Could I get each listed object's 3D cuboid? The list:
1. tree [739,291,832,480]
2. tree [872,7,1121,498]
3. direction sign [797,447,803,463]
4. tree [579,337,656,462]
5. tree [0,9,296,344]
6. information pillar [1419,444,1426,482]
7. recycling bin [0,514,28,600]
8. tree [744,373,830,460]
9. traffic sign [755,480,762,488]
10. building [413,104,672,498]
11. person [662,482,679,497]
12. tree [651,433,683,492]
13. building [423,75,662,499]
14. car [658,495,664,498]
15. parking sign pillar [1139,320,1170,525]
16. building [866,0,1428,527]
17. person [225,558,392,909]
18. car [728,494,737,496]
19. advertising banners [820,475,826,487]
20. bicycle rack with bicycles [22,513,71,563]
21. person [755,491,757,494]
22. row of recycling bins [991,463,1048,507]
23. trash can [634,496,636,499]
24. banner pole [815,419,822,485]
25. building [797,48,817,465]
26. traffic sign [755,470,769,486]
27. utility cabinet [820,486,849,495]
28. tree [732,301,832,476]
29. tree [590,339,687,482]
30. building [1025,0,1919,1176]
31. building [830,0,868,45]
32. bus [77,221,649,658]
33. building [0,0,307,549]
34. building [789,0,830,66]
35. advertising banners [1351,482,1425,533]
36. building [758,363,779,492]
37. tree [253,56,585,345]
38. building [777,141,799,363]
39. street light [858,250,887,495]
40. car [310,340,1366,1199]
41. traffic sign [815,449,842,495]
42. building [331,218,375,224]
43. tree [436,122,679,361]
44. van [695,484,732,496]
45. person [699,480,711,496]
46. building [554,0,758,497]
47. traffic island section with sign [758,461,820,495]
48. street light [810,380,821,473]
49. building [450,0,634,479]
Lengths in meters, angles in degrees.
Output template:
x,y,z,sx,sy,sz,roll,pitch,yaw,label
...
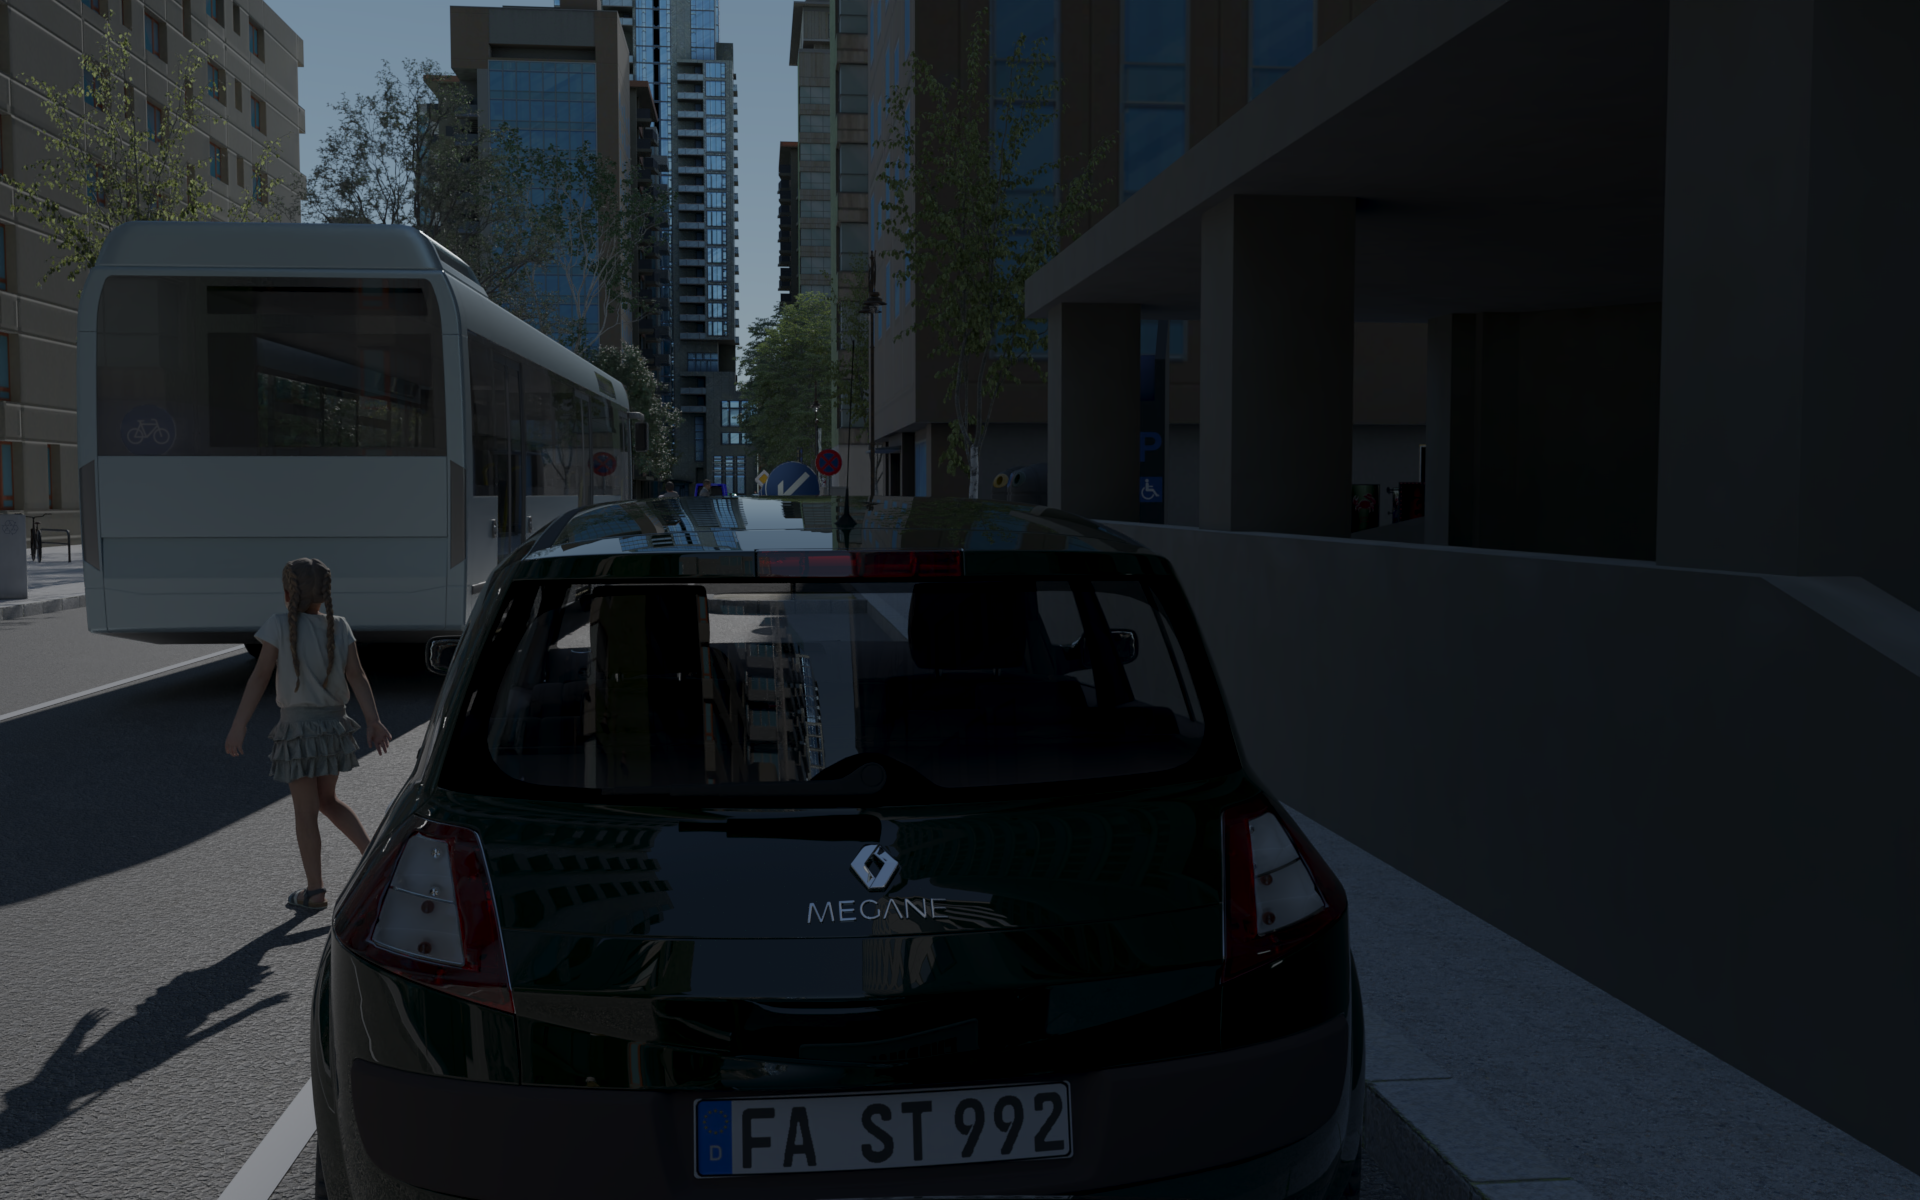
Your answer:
x,y,z,sx,sy,sz,roll,pitch,yaw,label
-8.640,-10.963,97.371,7.486,12.596,7.792,0,3,0,tree
0.403,-4.712,27.399,4.737,8.622,4.395,0,3,0,tree
-7.769,-5.631,84.071,0.379,3.537,0.876,-1,4,-23,direction sign
-22.084,-10.353,103.691,8.767,10.594,7.601,1,4,14,tree
-12.812,-4.719,27.526,4.360,8.622,3.978,0,3,0,tree
7.012,-1.296,25.679,0.304,2.012,0.304,-3,4,-36,information pillar
-11.883,-0.530,21.226,0.722,1.027,0.722,-2,4,-35,recycling bin
-11.717,-11.658,125.016,8.767,10.594,7.601,0,4,7,tree
-8.900,-4.578,78.498,0.795,2.450,0.064,0,4,-7,traffic sign
-51.267,-36.300,213.113,30.456,49.044,23.786,0,4,-7,building
-8.172,-2.458,49.041,0.532,1.782,0.716,3,5,44,person
-33.937,-15.229,199.357,4.737,8.622,4.395,0,3,0,tree
-42.677,-32.106,179.558,22.147,44.769,28.867,0,4,-7,building
-20.295,-6.613,120.488,2.083,1.381,4.827,0,4,-5,car
2.662,-2.173,23.995,1.447,3.967,1.447,1,4,9,parking sign pillar
5.149,-23.893,40.759,14.600,45.320,14.200,0,4,-7,building
-2.233,0.464,5.937,0.382,1.210,0.505,3,5,43,person
-18.805,-8.074,140.812,1.959,1.807,4.718,0,4,-8,car
-11.222,-8.367,132.983,2.074,3.025,0.090,0,4,-4,advertising banners
-17.925,-1.155,32.267,2.852,0.926,2.925,-3,5,-43,bicycle rack with bicycles
-18.789,-9.124,158.205,0.750,1.759,0.617,1,4,14,person
1.045,-1.047,24.233,1.069,1.692,3.534,0,4,-4,row of recycling bins
-28.037,-8.362,148.377,0.748,1.137,0.748,0,3,0,trash can
-4.724,-4.155,57.958,0.401,3.779,0.863,-1,4,-18,banner pole
-8.236,-29.362,163.670,14.154,41.232,14.086,0,4,-7,building
-7.970,-4.093,70.567,0.795,2.450,0.064,0,4,-7,traffic sign
-3.724,-2.560,50.531,0.318,1.500,1.173,2,4,34,utility cabinet
-10.280,-12.594,112.565,9.857,13.997,8.962,0,3,0,tree
-25.197,-12.964,128.970,9.611,12.733,9.660,0,3,0,tree
17.162,-19.418,9.367,32.217,40.220,23.993,0,4,-7,building
2.226,-23.193,62.795,14.154,41.232,14.086,0,4,-7,building
-5.285,-1.437,18.353,2.948,3.499,13.247,0,4,-5,bus
-37.720,-12.596,50.976,28.899,21.520,27.650,0,4,-7,building
-3.509,-36.467,185.480,28.713,52.752,27.495,0,4,-7,building
5.918,-1.614,22.585,2.074,3.025,0.090,-1,4,-16,advertising banners
-15.000,-24.950,252.973,28.899,21.520,27.650,0,4,-7,building
-15.334,-8.423,48.093,12.009,13.543,11.850,0,3,0,tree
-11.210,-34.164,213.210,22.147,44.769,28.867,0,4,-7,building
-1.669,-3.685,33.034,0.468,5.910,1.993,0,4,-7,street light
-0.397,0.331,4.380,2.009,1.686,4.222,-1,4,-8,car
-3.712,-2.991,49.003,0.768,2.556,0.104,0,4,-6,traffic sign
-86.333,-33.880,245.814,23.993,40.220,32.217,0,4,-7,building
-20.830,-14.239,88.701,12.611,20.169,13.585,0,3,0,tree
-14.851,-6.079,103.773,2.240,2.365,5.245,0,4,-5,van
-6.749,-2.287,46.014,0.853,1.813,0.709,-1,4,-15,person
-44.505,-57.018,244.912,31.000,86.520,22.319,0,4,-7,building
-2.206,-0.797,21.651,1.989,1.847,2.006,0,4,-7,traffic island section with sign
-5.848,-5.966,70.327,0.468,5.910,1.993,0,4,-7,street light
-37.534,-31.084,158.341,14.600,45.320,14.200,0,4,-7,building
